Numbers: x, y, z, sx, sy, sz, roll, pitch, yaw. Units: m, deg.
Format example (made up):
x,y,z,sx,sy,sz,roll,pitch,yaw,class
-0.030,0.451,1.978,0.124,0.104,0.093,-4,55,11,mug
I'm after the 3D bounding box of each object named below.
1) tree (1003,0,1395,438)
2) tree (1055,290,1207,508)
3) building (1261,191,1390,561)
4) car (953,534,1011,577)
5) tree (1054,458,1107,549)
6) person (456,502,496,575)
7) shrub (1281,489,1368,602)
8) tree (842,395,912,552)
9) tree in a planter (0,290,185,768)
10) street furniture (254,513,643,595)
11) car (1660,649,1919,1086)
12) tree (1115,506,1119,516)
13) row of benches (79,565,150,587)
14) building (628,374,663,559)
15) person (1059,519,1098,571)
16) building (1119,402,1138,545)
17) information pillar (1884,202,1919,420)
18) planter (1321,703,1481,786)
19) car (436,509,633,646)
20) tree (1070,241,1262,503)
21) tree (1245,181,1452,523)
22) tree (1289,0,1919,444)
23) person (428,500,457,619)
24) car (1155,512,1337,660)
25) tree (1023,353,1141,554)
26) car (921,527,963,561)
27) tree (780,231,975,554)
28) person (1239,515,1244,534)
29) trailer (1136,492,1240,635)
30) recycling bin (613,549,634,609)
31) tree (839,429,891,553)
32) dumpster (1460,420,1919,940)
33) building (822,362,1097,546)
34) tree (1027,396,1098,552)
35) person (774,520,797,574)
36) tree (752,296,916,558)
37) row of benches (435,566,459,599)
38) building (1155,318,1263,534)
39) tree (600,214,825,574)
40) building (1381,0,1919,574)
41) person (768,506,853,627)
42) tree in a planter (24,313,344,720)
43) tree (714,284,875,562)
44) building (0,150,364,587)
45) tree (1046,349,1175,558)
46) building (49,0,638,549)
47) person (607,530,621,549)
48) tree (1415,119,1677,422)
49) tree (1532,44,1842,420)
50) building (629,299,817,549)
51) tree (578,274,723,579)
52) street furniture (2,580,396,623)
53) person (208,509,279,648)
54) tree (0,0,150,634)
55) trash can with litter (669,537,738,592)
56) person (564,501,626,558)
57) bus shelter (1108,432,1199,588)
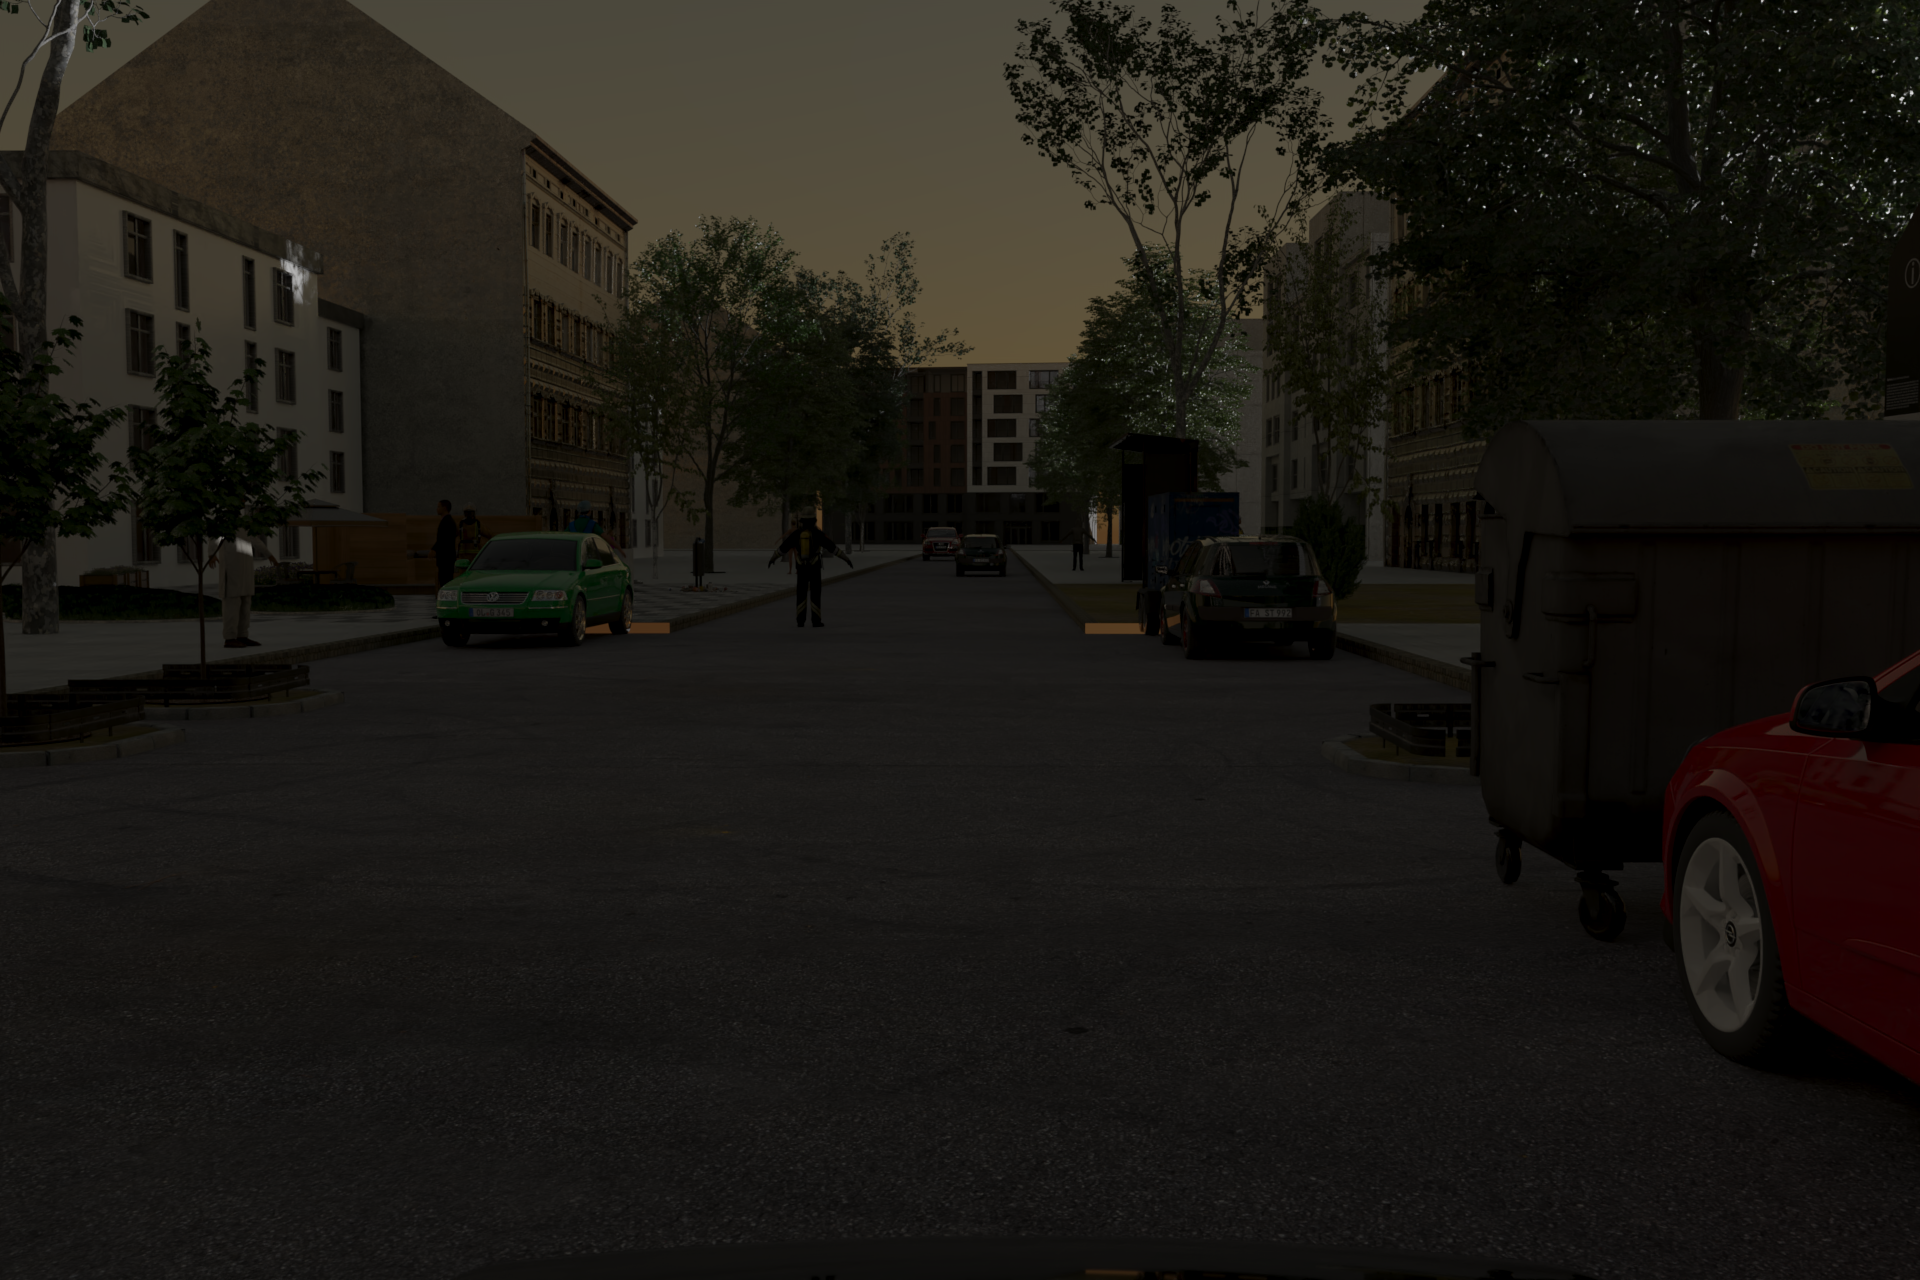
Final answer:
x,y,z,sx,sy,sz,roll,pitch,yaw,class
8.203,-12.085,53.483,12.611,20.169,13.585,0,3,0,tree
7.800,-9.993,81.518,7.486,12.596,7.792,0,3,0,tree
28.028,-14.161,97.982,16.747,18.905,31.486,0,4,1,building
0.746,-3.042,59.530,2.009,1.686,4.222,0,4,2,car
8.552,-10.288,118.568,4.360,8.622,3.978,0,3,0,tree
-8.809,-1.553,31.158,1.354,1.858,0.705,-1,4,-12,person
6.312,-1.621,30.546,1.661,2.075,1.752,0,3,0,shrub
-7.063,-12.301,126.881,9.928,11.665,9.643,0,3,0,tree
-6.359,-0.868,11.418,1.991,3.239,1.994,0,4,1,tree in a planter
-13.244,-2.050,40.380,11.010,1.723,9.812,-1,4,-14,street furniture
2.942,0.344,3.416,2.155,1.783,4.494,0,4,1,car
21.734,-16.621,222.117,4.737,8.622,4.395,0,3,0,tree
-16.135,-1.078,33.093,1.422,0.672,4.104,-1,4,-17,row of benches
-21.451,-9.615,99.348,9.099,9.664,28.070,0,4,0,building
4.143,-3.339,60.724,1.348,1.813,0.705,1,4,8,person
26.876,-19.686,188.317,16.747,18.905,31.486,0,4,1,building
6.567,-1.263,12.007,0.183,3.616,0.504,0,4,1,information pillar
3.327,0.631,10.826,1.991,0.319,1.994,0,4,1,planter
-5.675,-0.899,23.495,1.959,1.807,4.718,0,4,1,car
7.982,-9.165,67.970,7.486,12.596,7.792,0,3,0,tree
7.851,-5.249,36.176,4.737,8.622,4.395,0,3,0,tree
9.038,-6.974,20.678,9.857,13.997,8.962,0,3,0,tree
-7.824,-1.226,26.270,0.704,1.802,1.346,0,4,-6,person
3.440,-0.696,21.171,2.009,1.686,4.222,0,4,1,car
7.756,-11.690,109.260,7.486,12.596,7.792,0,3,0,tree
-0.970,-5.208,93.828,2.281,1.827,5.304,0,4,1,car
-5.836,-15.422,108.038,12.611,20.169,13.585,0,3,0,tree
8.016,-2.689,49.937,0.705,1.833,1.349,3,4,37,person
3.321,-1.128,25.491,1.471,1.999,3.904,0,4,0,trailer
-5.973,-1.032,29.434,0.722,1.027,0.722,0,4,2,recycling bin
-6.679,-10.236,117.716,4.360,8.622,3.978,0,3,0,tree
2.962,0.100,6.573,1.865,1.857,1.264,0,4,0,dumpster
0.616,-22.869,220.332,32.646,21.610,27.936,0,4,8,building
8.637,-12.137,124.202,9.928,11.665,9.643,0,3,0,tree
-5.364,-2.972,55.395,1.217,1.733,0.721,-2,4,-31,person
-7.285,-11.456,93.960,9.857,13.997,8.962,0,3,0,tree
-8.500,-1.118,33.742,4.104,0.672,1.422,1,4,23,row of benches
25.952,-17.383,150.666,16.747,18.905,31.486,0,4,1,building
-8.121,-7.985,56.305,9.928,11.665,9.643,0,3,0,tree
25.657,-13.881,57.881,19.493,23.208,18.063,0,4,1,building
-2.325,-1.130,26.712,1.354,1.856,0.705,1,4,9,person
-6.255,-1.040,14.219,1.991,3.239,1.994,0,4,1,tree in a planter
-7.607,-9.848,79.143,7.486,12.596,7.792,0,3,0,tree
-23.627,-6.727,52.140,9.099,9.664,28.070,0,4,1,building
8.169,-10.246,93.279,9.928,11.665,9.643,0,3,0,tree
-25.496,-14.925,74.945,19.493,23.208,18.063,0,4,2,building
-12.136,-3.136,60.544,0.599,1.433,0.991,1,4,19,person
9.954,-4.867,29.934,4.737,8.622,4.395,0,3,0,tree
16.425,-7.513,40.966,7.486,12.596,7.792,0,3,0,tree
-23.567,-20.110,159.719,19.493,23.208,18.063,0,4,2,building
-8.651,-6.027,48.896,4.737,8.622,4.395,0,3,0,tree
-14.529,-0.734,27.627,10.072,0.657,5.734,0,4,-2,street furniture
-8.175,-0.828,19.630,0.704,1.819,1.344,0,4,8,person
-13.160,-10.188,22.456,12.611,20.169,13.585,0,3,0,tree
-5.733,-1.718,39.151,1.678,1.210,2.233,0,4,2,trash can with litter
-5.971,-1.319,27.697,1.347,1.817,0.704,1,4,21,person
4.775,-3.172,43.150,1.731,3.624,6.357,0,4,1,bus shelter
